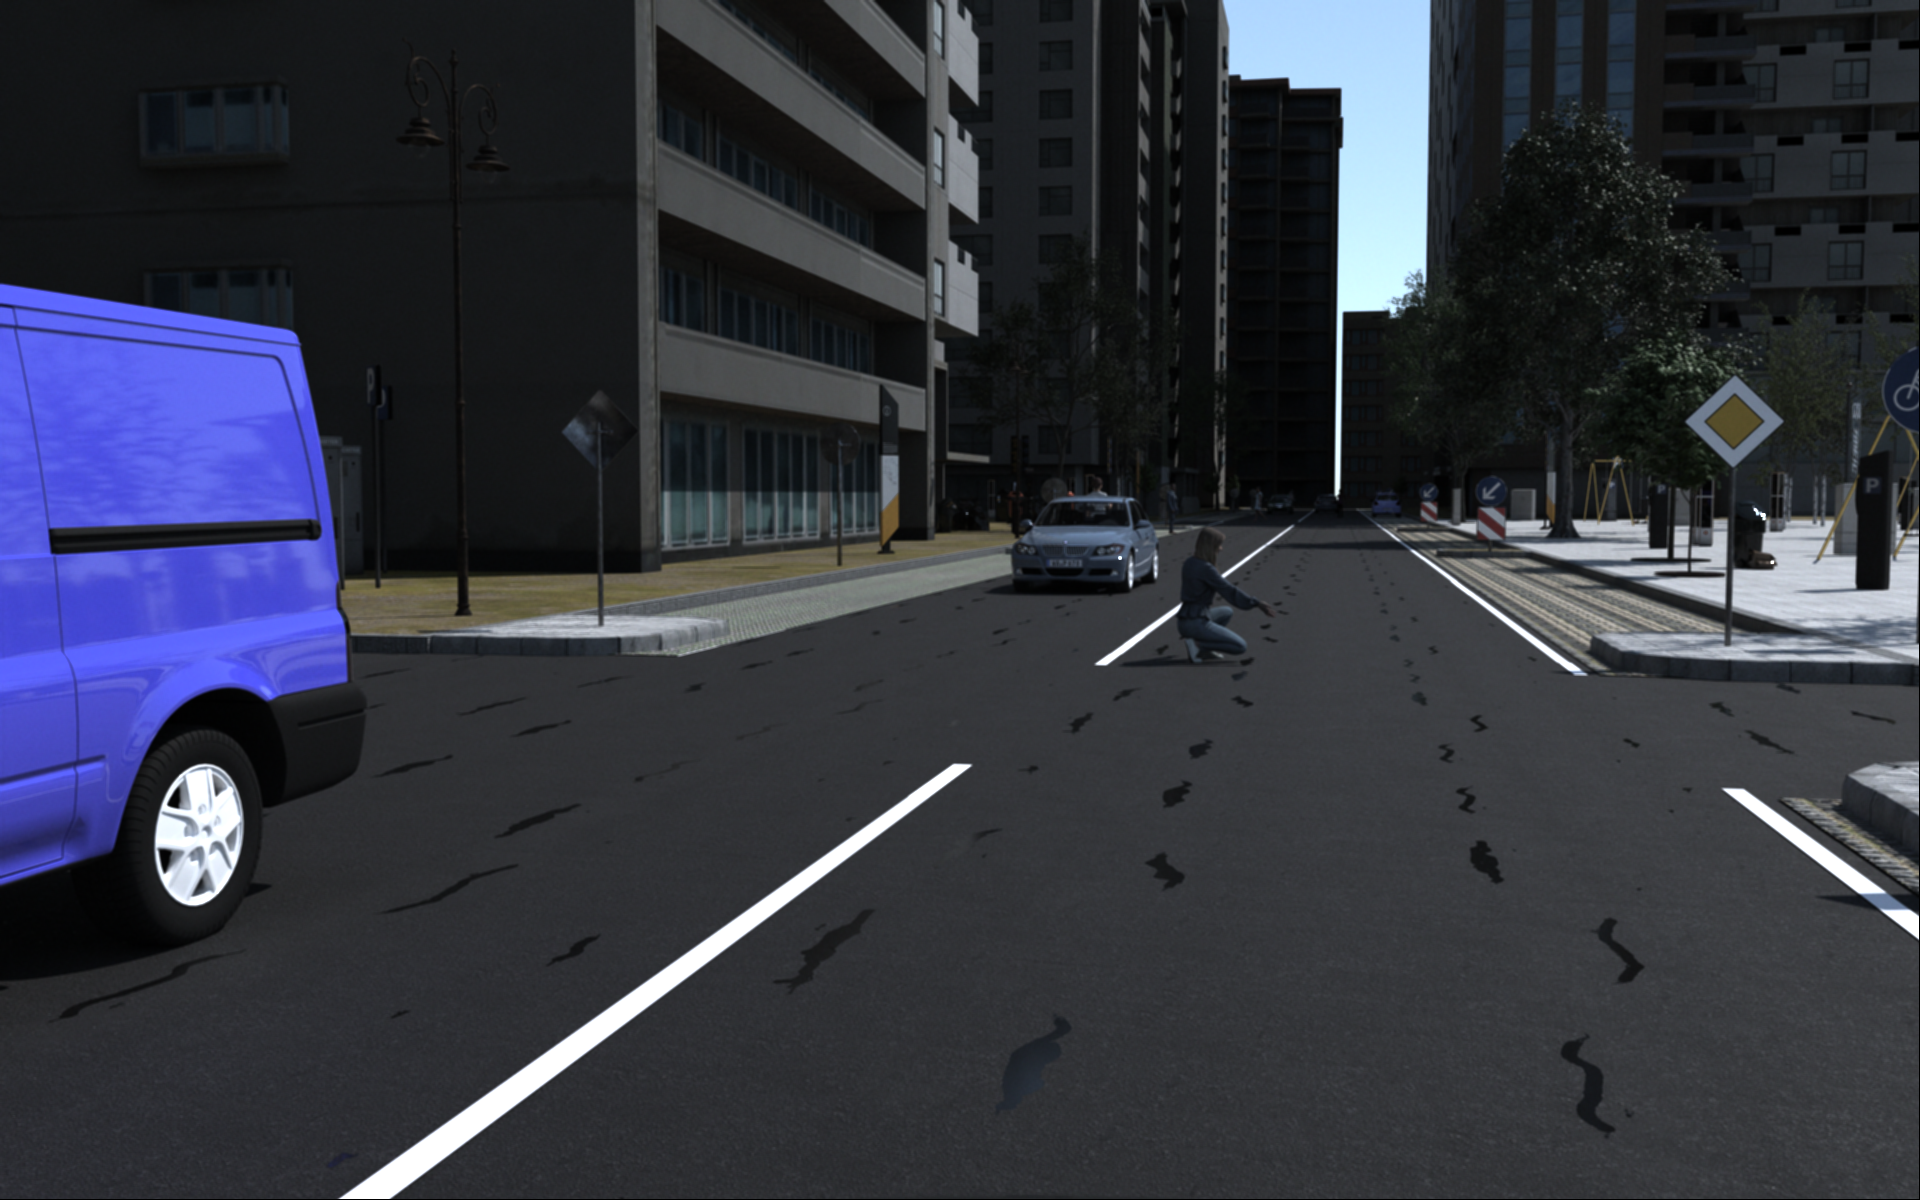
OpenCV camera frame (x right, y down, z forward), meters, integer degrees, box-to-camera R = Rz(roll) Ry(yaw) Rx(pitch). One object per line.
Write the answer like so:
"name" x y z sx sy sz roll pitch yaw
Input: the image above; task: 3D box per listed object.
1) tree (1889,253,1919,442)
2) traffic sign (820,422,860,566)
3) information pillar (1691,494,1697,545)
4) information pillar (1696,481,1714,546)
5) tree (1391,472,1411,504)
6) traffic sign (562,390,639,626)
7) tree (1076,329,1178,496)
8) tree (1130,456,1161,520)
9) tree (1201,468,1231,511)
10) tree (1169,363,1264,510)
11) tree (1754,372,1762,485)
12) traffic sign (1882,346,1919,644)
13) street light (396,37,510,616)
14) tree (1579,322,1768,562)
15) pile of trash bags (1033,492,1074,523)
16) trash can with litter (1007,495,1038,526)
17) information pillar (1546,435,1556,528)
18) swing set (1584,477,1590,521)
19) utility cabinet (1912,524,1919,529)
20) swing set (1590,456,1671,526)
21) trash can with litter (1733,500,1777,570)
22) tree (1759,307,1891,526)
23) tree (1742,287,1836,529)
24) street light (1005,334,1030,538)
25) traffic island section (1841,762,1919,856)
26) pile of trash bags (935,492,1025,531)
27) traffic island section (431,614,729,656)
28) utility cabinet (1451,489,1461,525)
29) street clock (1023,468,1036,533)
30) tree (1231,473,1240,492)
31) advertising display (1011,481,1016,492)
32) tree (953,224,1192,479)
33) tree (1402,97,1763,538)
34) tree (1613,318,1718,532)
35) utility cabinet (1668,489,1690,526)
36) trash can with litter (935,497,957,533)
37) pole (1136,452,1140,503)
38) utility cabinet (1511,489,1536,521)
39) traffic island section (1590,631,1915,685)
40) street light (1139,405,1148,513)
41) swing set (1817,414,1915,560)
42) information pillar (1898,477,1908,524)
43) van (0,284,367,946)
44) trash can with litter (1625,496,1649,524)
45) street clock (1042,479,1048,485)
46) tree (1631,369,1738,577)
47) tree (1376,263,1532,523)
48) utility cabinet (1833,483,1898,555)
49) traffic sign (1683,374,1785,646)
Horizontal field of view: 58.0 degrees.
"tree" 28.851 -6.168 51.208 4.737 8.622 4.395 0 3 0
"traffic sign" -2.149 -1.880 30.848 0.768 2.556 0.104 1 4 17
"information pillar" 18.559 -2.382 43.434 0.304 2.012 0.304 1 4 9
"information pillar" 18.333 -2.325 42.512 0.304 2.012 0.304 2 4 26
"tree" 37.161 -9.235 145.586 1.663 3.219 1.824 0 3 0
"traffic sign" -3.479 -0.801 16.738 0.795 2.450 0.064 1 4 12
"tree" 7.293 -7.743 76.953 4.360 8.622 3.978 0 3 0
"tree" 9.304 -5.669 87.289 1.663 3.219 1.824 0 3 0
"tree" 19.056 -8.298 130.273 1.663 3.219 1.824 0 3 0
"tree" 20.329 -12.910 136.826 9.928 11.665 9.643 0 3 0
"tree" 36.444 -7.552 73.842 4.360 8.622 3.978 0 3 0
"traffic sign" 8.264 -0.899 14.804 0.768 2.556 0.104 1 4 15
"street light" -5.254 -2.774 18.149 0.468 5.910 1.993 1 4 12
"tree" 13.701 -3.021 33.105 4.285 4.588 4.351 0 3 0
"pile of trash bags" 3.627 -3.978 74.788 1.912 1.369 3.447 -3 5 -44
"trash can with litter" 2.663 -3.544 69.003 1.678 1.210 2.233 -2 4 -26
"information pillar" 22.347 -4.532 65.445 0.183 3.616 0.504 -1 4 -12
"swing set" 30.516 -5.036 79.959 3.119 2.851 2.862 0 4 7
"utility cabinet" 34.687 -3.258 61.952 1.173 1.500 0.318 2 4 26
"swing set" 28.348 -4.527 71.637 3.119 2.851 2.862 -1 4 -8
"trash can with litter" 13.736 -1.128 29.825 0.624 1.170 1.055 0 4 -4
"tree" 34.535 -7.227 68.525 4.360 8.622 3.978 0 3 0
"tree" 30.065 -6.874 62.751 4.737 8.622 4.395 0 3 0
"street light" 1.667 -4.721 49.981 0.468 5.910 1.993 1 4 12
"traffic island section" 4.807 0.945 6.829 2.009 0.180 2.903 1 4 12
"pile of trash bags" 0.550 -3.120 60.762 3.447 1.369 1.912 -1 4 -8
"traffic island section" -3.503 0.335 16.805 2.009 0.180 2.903 1 4 12
"utility cabinet" 20.307 -3.807 70.931 0.318 1.500 1.173 1 4 12
"street clock" 1.963 -2.720 49.035 0.358 2.002 0.471 0 4 1
"tree" 24.813 -9.889 156.280 1.663 3.219 1.824 0 3 0
"advertising display" 2.778 -5.089 88.411 0.123 1.923 0.974 1 4 14
"tree" 3.533 -7.701 60.318 8.767 10.594 7.601 -3 4 -36
"tree" 17.815 -8.160 50.431 9.611 12.733 9.660 0 3 0
"tree" 23.468 -6.607 58.394 4.360 8.622 3.978 0 3 0
"utility cabinet" 28.477 -3.693 69.057 1.173 1.500 0.318 1 4 18
"trash can with litter" -0.685 -2.788 56.971 1.055 1.170 0.624 -2 4 -34
"pole" 8.571 -5.480 83.436 0.158 3.312 0.155 0 3 0
"utility cabinet" 26.898 -4.530 82.746 0.318 1.500 1.173 -3 4 -37
"traffic island section" 6.504 0.468 14.632 2.009 0.180 2.903 1 4 12
"street light" 8.732 -6.666 81.782 0.468 5.910 1.993 1 4 12
"swing set" 18.876 -2.198 33.560 3.119 2.851 2.862 -2 4 -34
"information pillar" 40.227 -4.241 73.831 0.304 2.012 0.304 0 4 2
"van" -3.647 0.018 4.086 2.240 2.365 5.245 1 4 11
"trash can with litter" 29.885 -3.890 74.660 2.233 1.210 1.678 3 4 37
"street clock" 4.072 -4.785 82.798 0.358 2.002 0.471 1 4 20
"tree" 11.331 -1.990 27.146 1.663 3.219 1.824 0 3 0
"tree" 22.444 -9.268 77.280 9.928 11.665 9.643 0 3 0
"utility cabinet" 18.937 -1.685 36.235 1.173 1.500 0.318 0 4 -3
"traffic sign" 6.479 -0.668 14.560 0.795 2.450 0.064 1 4 12
